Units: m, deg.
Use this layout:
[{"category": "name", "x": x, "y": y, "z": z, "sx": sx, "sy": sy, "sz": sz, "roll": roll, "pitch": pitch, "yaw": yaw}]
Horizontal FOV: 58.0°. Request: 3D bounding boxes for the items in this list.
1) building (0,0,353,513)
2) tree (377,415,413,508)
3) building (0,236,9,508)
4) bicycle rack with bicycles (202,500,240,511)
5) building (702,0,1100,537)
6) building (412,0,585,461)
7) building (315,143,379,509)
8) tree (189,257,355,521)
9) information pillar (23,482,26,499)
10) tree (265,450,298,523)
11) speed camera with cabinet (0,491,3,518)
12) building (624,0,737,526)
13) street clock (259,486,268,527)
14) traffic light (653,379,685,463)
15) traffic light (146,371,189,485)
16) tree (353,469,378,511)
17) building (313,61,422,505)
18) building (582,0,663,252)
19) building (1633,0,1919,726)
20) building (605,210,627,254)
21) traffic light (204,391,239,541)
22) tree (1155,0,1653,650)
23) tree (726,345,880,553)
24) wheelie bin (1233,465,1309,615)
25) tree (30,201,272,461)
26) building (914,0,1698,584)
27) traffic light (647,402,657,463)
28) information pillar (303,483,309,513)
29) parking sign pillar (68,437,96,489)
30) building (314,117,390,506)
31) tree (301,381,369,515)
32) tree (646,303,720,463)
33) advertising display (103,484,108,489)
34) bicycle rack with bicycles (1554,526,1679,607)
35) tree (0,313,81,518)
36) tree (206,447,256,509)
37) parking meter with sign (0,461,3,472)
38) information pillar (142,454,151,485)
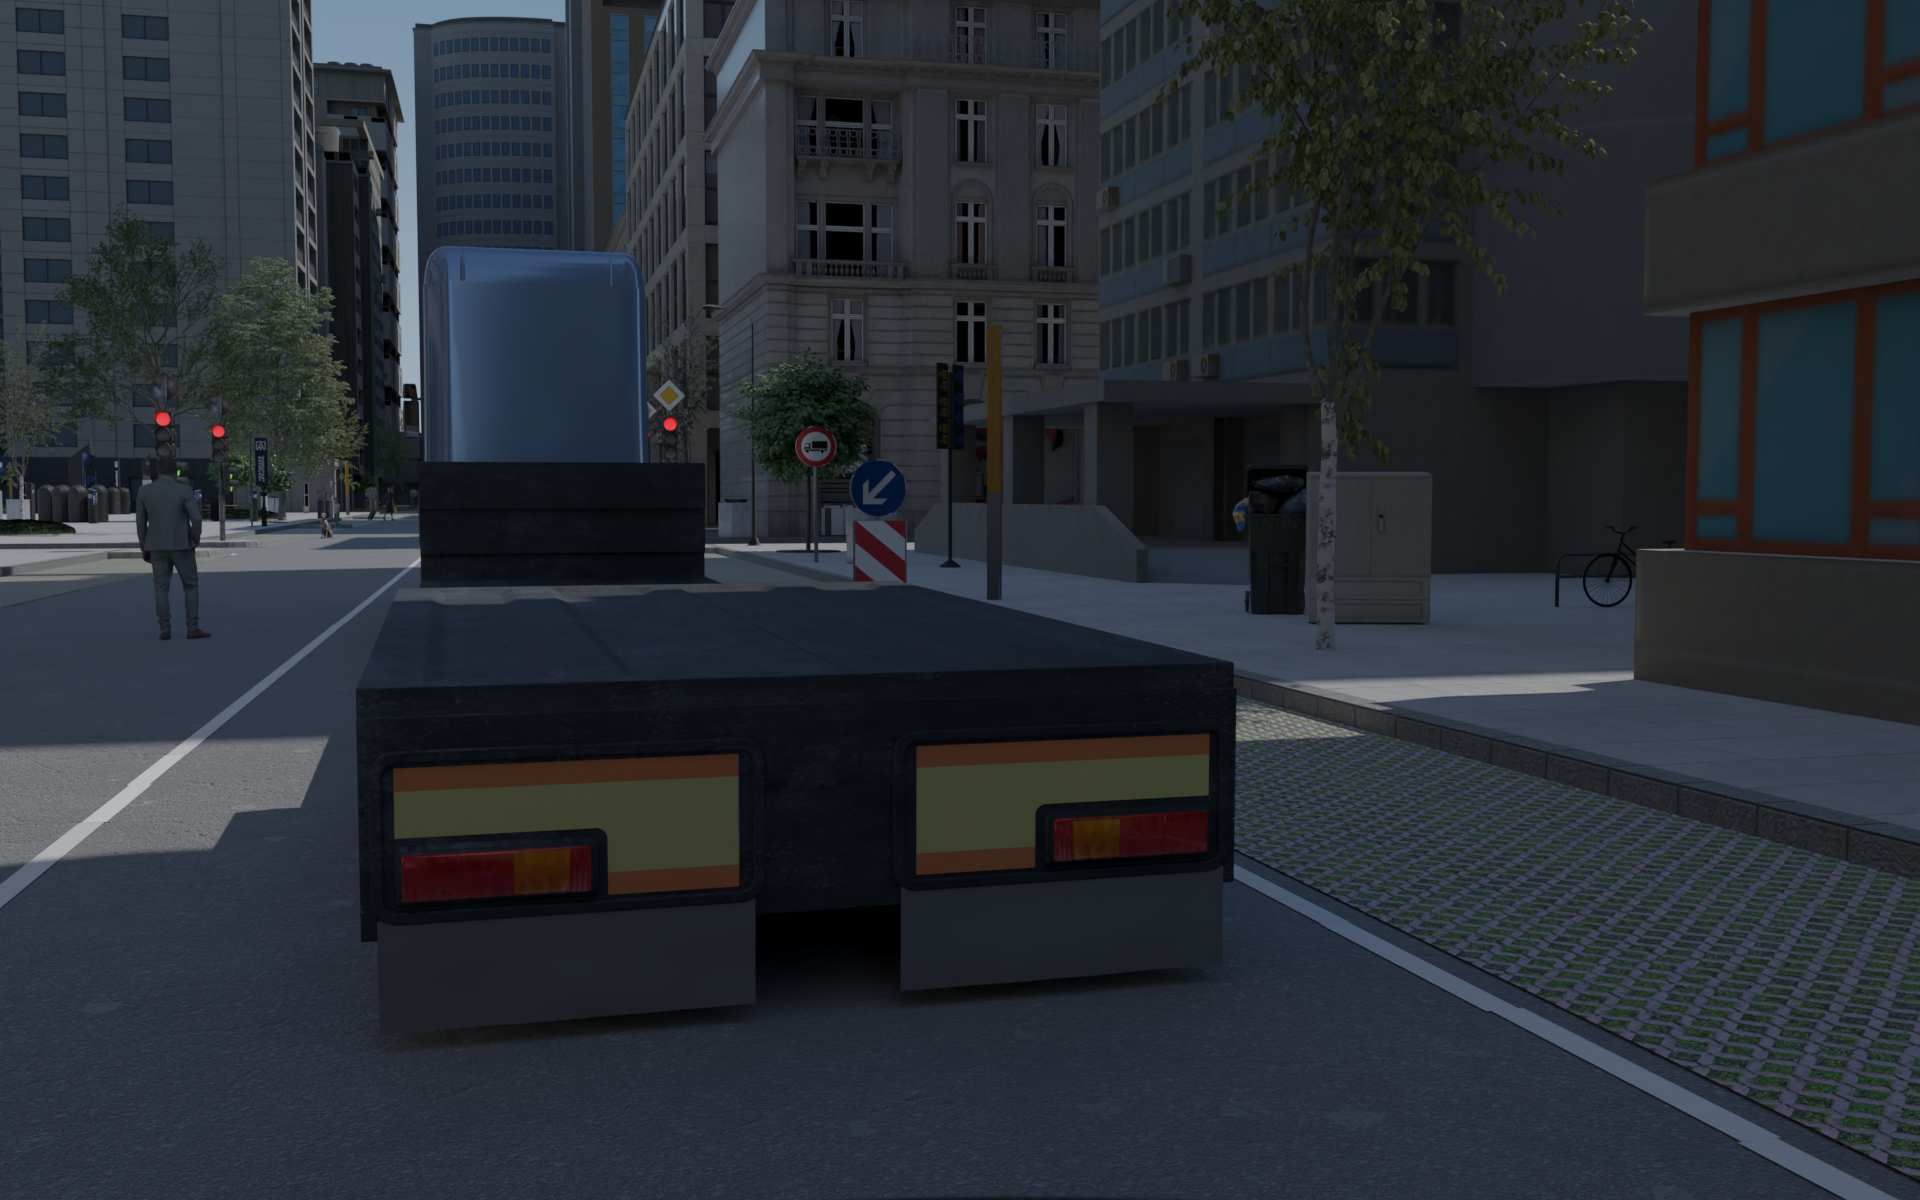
[{"category": "building", "x": -55.723, "y": -42.007, "z": 125.061, "sx": 20.563, "sy": 71.187, "sz": 20.611, "roll": -1, "pitch": 4, "yaw": -15}, {"category": "tree", "x": -52.024, "y": -12.733, "z": 158.551, "sx": 4.737, "sy": 8.622, "sz": 4.395, "roll": 0, "pitch": 3, "yaw": 0}, {"category": "building", "x": -96.820, "y": -31.536, "z": 170.233, "sx": 28.867, "sy": 44.769, "sz": 22.147, "roll": -1, "pitch": 4, "yaw": -15}, {"category": "bicycle rack with bicycles", "x": -44.253, "y": -5.461, "z": 102.667, "sx": 2.852, "sy": 0.926, "sz": 2.925, "roll": 3, "pitch": 4, "yaw": 38}, {"category": "building", "x": 3.888, "y": -13.349, "z": 60.063, "sx": 24.055, "sy": 21.916, "sz": 13.314, "roll": -1, "pitch": 4, "yaw": -15}, {"category": "building", "x": -51.994, "y": -41.071, "z": 213.515, "sx": 28.212, "sy": 58.520, "sz": 21.231, "roll": -1, "pitch": 4, "yaw": -15}, {"category": "building", "x": -56.623, "y": -22.796, "z": 144.417, "sx": 14.160, "sy": 30.474, "sz": 14.107, "roll": -1, "pitch": 4, "yaw": -15}, {"category": "tree", "x": -33.161, "y": -10.124, "z": 83.658, "sx": 7.486, "sy": 12.596, "sz": 7.792, "roll": 0, "pitch": 3, "yaw": 0}, {"category": "information pillar", "x": -59.026, "y": -6.413, "z": 109.349, "sx": 0.304, "sy": 2.012, "sz": 0.304, "roll": -1, "pitch": 4, "yaw": -11}, {"category": "tree", "x": -30.516, "y": -5.042, "z": 77.030, "sx": 1.663, "sy": 3.219, "sz": 1.824, "roll": 0, "pitch": 3, "yaw": 0}, {"category": "speed camera with cabinet", "x": -48.484, "y": -5.639, "z": 86.526, "sx": 0.660, "sy": 3.252, "sz": 2.038, "roll": -3, "pitch": 5, "yaw": -44}, {"category": "building", "x": -5.982, "y": -17.348, "z": 88.158, "sx": 19.350, "sy": 26.468, "sz": 34.151, "roll": -1, "pitch": 4, "yaw": -15}, {"category": "street clock", "x": -27.513, "y": -3.907, "z": 68.445, "sx": 0.358, "sy": 2.002, "sz": 0.471, "roll": -1, "pitch": 4, "yaw": -11}, {"category": "traffic light", "x": -7.146, "y": -3.278, "z": 42.515, "sx": 0.839, "sy": 4.253, "sz": 0.868, "roll": -1, "pitch": 4, "yaw": -15}, {"category": "traffic light", "x": -18.125, "y": -3.100, "z": 39.600, "sx": 0.839, "sy": 4.253, "sz": 0.868, "roll": -1, "pitch": 4, "yaw": -15}, {"category": "tree", "x": -45.006, "y": -8.387, "z": 131.730, "sx": 1.663, "sy": 3.219, "sz": 1.824, "roll": 0, "pitch": 3, "yaw": 0}, {"category": "building", "x": -80.037, "y": -38.016, "z": 210.792, "sx": 27.495, "sy": 52.752, "sz": 28.713, "roll": -1, "pitch": 4, "yaw": -15}, {"category": "building", "x": -23.657, "y": -30.169, "z": 143.374, "sx": 14.600, "sy": 45.320, "sz": 14.200, "roll": -1, "pitch": 4, "yaw": -15}, {"category": "building", "x": 21.723, "y": -9.534, "z": 0.920, "sx": 27.650, "sy": 21.520, "sz": 28.899, "roll": -1, "pitch": 4, "yaw": -15}, {"category": "building", "x": -17.078, "y": -17.035, "z": 114.675, "sx": 11.583, "sy": 22.565, "sz": 21.152, "roll": -1, "pitch": 4, "yaw": -15}, {"category": "traffic light", "x": -20.171, "y": -3.572, "z": 47.319, "sx": 0.839, "sy": 4.253, "sz": 0.868, "roll": -1, "pitch": 4, "yaw": -15}, {"category": "tree", "x": 3.257, "y": -3.895, "z": 14.045, "sx": 4.737, "sy": 8.622, "sz": 4.395, "roll": 0, "pitch": 3, "yaw": 0}, {"category": "tree", "x": -3.441, "y": -3.336, "z": 38.263, "sx": 4.285, "sy": 4.588, "sz": 4.351, "roll": 0, "pitch": 3, "yaw": 0}, {"category": "wheelie bin", "x": 3.431, "y": -0.654, "z": 18.595, "sx": 0.980, "sy": 1.594, "sz": 0.693, "roll": 0, "pitch": 4, "yaw": 6}, {"category": "tree", "x": -26.222, "y": -7.446, "z": 56.163, "sx": 7.601, "sy": 10.594, "sz": 8.767, "roll": -2, "pitch": 4, "yaw": -30}, {"category": "building", "x": 16.337, "y": -20.955, "z": 34.492, "sx": 32.217, "sy": 40.220, "sz": 23.993, "roll": -1, "pitch": 4, "yaw": -15}, {"category": "traffic light", "x": -9.192, "y": -3.750, "z": 50.235, "sx": 0.839, "sy": 4.253, "sz": 0.868, "roll": -1, "pitch": 4, "yaw": -15}, {"category": "information pillar", "x": -43.415, "y": -6.756, "z": 114.954, "sx": 0.304, "sy": 2.012, "sz": 0.304, "roll": -3, "pitch": 4, "yaw": -36}, {"category": "parking sign pillar", "x": -40.762, "y": -5.666, "z": 81.112, "sx": 1.447, "sy": 3.967, "sz": 1.447, "roll": -2, "pitch": 4, "yaw": -30}, {"category": "building", "x": -70.062, "y": -29.399, "z": 172.562, "sx": 23.993, "sy": 40.220, "sz": 32.217, "roll": -1, "pitch": 4, "yaw": -15}, {"category": "tree", "x": -39.226, "y": -9.652, "z": 108.178, "sx": 4.737, "sy": 8.622, "sz": 4.395, "roll": 0, "pitch": 3, "yaw": 0}, {"category": "tree", "x": -10.736, "y": -7.069, "z": 65.940, "sx": 4.360, "sy": 8.622, "sz": 3.978, "roll": 0, "pitch": 3, "yaw": 0}, {"category": "advertising display", "x": -56.941, "y": -6.741, "z": 115.436, "sx": 0.123, "sy": 1.923, "sz": 0.974, "roll": -2, "pitch": 4, "yaw": -35}, {"category": "bicycle rack with bicycles", "x": 8.096, "y": -0.346, "z": 19.041, "sx": 2.925, "sy": 0.926, "sz": 2.852, "roll": -1, "pitch": 4, "yaw": -18}, {"category": "tree", "x": -38.507, "y": -7.393, "z": 71.241, "sx": 4.360, "sy": 8.622, "sz": 3.978, "roll": 0, "pitch": 3, "yaw": 0}, {"category": "tree", "x": -45.992, "y": -7.711, "z": 109.791, "sx": 4.285, "sy": 4.588, "sz": 4.351, "roll": 0, "pitch": 3, "yaw": 0}, {"category": "parking meter with sign", "x": -51.594, "y": -5.884, "z": 92.457, "sx": 0.543, "sy": 3.016, "sz": 1.738, "roll": -3, "pitch": 5, "yaw": -44}, {"category": "information pillar", "x": -47.330, "y": -6.698, "z": 100.868, "sx": 0.504, "sy": 3.616, "sz": 0.183, "roll": 0, "pitch": 3, "yaw": 0}]
